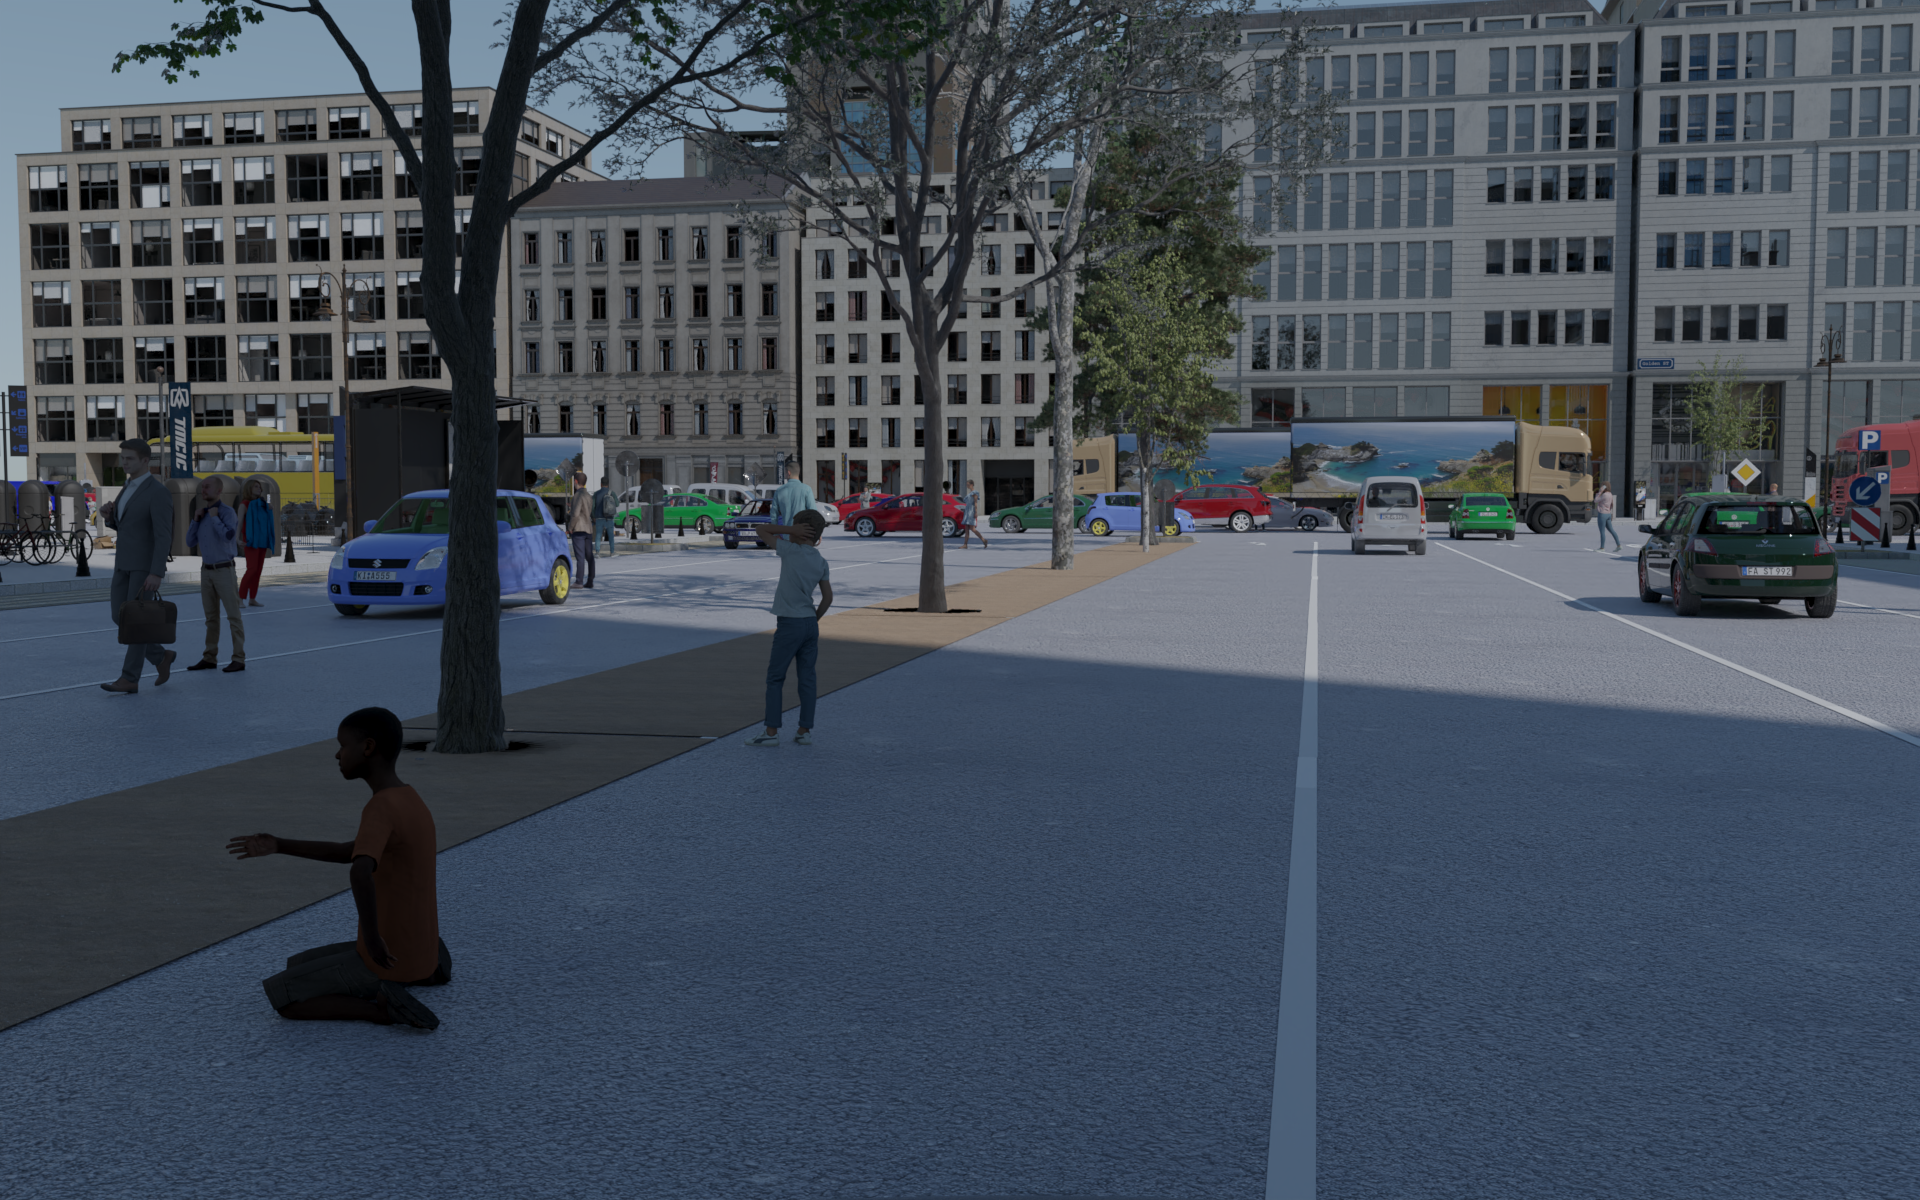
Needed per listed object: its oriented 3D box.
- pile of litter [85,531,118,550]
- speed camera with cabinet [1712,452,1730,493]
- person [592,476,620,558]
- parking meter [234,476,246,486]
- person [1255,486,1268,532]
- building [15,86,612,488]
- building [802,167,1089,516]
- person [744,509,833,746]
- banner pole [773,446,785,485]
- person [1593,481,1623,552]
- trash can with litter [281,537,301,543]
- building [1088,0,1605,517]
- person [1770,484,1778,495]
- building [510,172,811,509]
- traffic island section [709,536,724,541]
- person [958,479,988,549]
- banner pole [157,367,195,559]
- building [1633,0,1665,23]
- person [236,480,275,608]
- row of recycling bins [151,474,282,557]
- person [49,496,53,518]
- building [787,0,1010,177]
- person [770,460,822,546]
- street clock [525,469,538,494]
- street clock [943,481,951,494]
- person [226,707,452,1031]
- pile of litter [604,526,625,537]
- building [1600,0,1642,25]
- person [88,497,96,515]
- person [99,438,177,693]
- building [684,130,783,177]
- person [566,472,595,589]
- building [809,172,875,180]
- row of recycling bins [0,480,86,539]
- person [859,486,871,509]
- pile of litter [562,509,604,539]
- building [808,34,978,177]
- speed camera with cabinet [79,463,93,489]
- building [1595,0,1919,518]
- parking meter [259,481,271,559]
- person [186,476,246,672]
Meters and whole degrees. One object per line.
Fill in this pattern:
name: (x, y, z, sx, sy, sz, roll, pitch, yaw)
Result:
pile of litter: (-19.916, -1.641, 40.804, 1.176, 0.858, 1.719, 2, 4, 25)
speed camera with cabinet: (36.345, -5.405, 82.715, 0.660, 3.252, 2.038, 2, 4, 31)
person: (-7.922, -1.830, 38.412, 0.794, 1.824, 0.713, 1, 4, 16)
parking meter: (-23.309, -3.089, 56.212, 0.399, 1.863, 0.255, 1, 4, 22)
person: (11.410, -3.475, 66.039, 0.841, 1.734, 0.376, 2, 4, 30)
building: (-42.429, -19.208, 118.564, 34.151, 26.468, 19.350, 1, 4, 12)
building: (-0.104, -15.389, 106.366, 16.860, 20.320, 10.420, 1, 4, 12)
person: (-0.982, 0.152, 9.923, 0.340, 1.345, 0.435, 3, 5, 42)
banner pole: (-9.379, -6.077, 89.372, 0.863, 3.779, 0.401, 2, 4, 32)
person: (16.053, -2.066, 42.875, 0.643, 1.750, 0.593, 3, 5, 43)
trash can with litter: (-18.247, -2.120, 45.723, 1.678, 1.210, 2.233, -2, 4, -35)
building: (22.915, -19.842, 101.908, 29.804, 29.767, 11.434, 1, 4, 12)
person: (25.751, -2.810, 54.999, 0.434, 1.755, 0.990, 3, 5, 42)
building: (-17.778, -15.864, 108.520, 18.267, 20.994, 9.793, 1, 4, 12)
traffic island section: (-6.387, -1.937, 53.953, 2.009, 0.180, 2.903, 1, 4, 12)
person: (0.322, -2.239, 45.204, 0.778, 1.811, 0.616, 0, 4, -7)
banner pole: (-15.472, -2.695, 34.085, 0.863, 3.779, 0.401, 0, 4, 6)
building: (69.681, -31.984, 146.646, 21.300, 48.544, 21.600, 1, 4, 12)
person: (-8.958, -0.722, 22.003, 0.444, 1.614, 0.593, 3, 5, 42)
row of recycling bins: (-15.602, -1.758, 35.849, 3.534, 1.692, 1.069, 1, 4, 19)
person: (-38.010, -3.647, 72.045, 0.340, 1.345, 0.435, 0, 4, 0)
building: (-6.089, -45.968, 189.836, 20.611, 71.187, 20.563, 1, 4, 12)
person: (-2.066, -0.782, 21.140, 0.638, 1.841, 0.748, 2, 4, 33)
street clock: (-12.577, -2.817, 50.633, 0.471, 2.002, 0.358, -1, 4, -11)
street clock: (-0.718, -5.484, 94.241, 0.471, 2.002, 0.358, 2, 4, 32)
person: (-1.731, 0.730, 4.850, 0.655, 0.850, 0.859, 0, 4, -4)
pile of litter: (-10.896, -2.354, 52.447, 1.719, 0.858, 1.176, 3, 5, 41)
building: (78.061, -35.509, 169.810, 28.713, 52.752, 27.495, 1, 4, 12)
person: (-39.984, -4.101, 79.834, 0.394, 1.301, 0.425, 2, 4, 35)
person: (-5.925, -0.251, 12.563, 0.622, 1.834, 0.822, 1, 4, 21)
building: (-22.408, -31.431, 197.498, 14.086, 41.232, 14.154, 1, 4, 12)
person: (-5.888, -1.062, 26.397, 0.750, 1.759, 0.617, 2, 4, 32)
building: (-8.548, -23.711, 159.376, 14.160, 30.474, 14.107, 1, 4, 12)
row of recycling bins: (-26.824, -2.585, 49.375, 3.534, 1.692, 1.069, -1, 4, -10)
person: (-4.145, -4.081, 75.397, 0.511, 1.800, 0.466, 0, 4, 8)
pile of litter: (-11.403, -2.198, 49.905, 1.176, 0.858, 1.719, 3, 5, 41)
building: (-6.023, -31.991, 173.171, 14.600, 45.320, 14.200, 1, 4, 12)
speed camera with cabinet: (-55.930, -7.034, 109.343, 2.038, 3.252, 0.660, -3, 4, -36)
building: (51.965, -19.433, 95.219, 29.804, 29.767, 11.434, 1, 4, 12)
parking meter: (-13.955, -1.599, 34.551, 0.372, 1.533, 0.369, 0, 3, 0)
person: (-6.025, -0.212, 14.029, 0.516, 1.574, 0.319, 2, 4, 31)
